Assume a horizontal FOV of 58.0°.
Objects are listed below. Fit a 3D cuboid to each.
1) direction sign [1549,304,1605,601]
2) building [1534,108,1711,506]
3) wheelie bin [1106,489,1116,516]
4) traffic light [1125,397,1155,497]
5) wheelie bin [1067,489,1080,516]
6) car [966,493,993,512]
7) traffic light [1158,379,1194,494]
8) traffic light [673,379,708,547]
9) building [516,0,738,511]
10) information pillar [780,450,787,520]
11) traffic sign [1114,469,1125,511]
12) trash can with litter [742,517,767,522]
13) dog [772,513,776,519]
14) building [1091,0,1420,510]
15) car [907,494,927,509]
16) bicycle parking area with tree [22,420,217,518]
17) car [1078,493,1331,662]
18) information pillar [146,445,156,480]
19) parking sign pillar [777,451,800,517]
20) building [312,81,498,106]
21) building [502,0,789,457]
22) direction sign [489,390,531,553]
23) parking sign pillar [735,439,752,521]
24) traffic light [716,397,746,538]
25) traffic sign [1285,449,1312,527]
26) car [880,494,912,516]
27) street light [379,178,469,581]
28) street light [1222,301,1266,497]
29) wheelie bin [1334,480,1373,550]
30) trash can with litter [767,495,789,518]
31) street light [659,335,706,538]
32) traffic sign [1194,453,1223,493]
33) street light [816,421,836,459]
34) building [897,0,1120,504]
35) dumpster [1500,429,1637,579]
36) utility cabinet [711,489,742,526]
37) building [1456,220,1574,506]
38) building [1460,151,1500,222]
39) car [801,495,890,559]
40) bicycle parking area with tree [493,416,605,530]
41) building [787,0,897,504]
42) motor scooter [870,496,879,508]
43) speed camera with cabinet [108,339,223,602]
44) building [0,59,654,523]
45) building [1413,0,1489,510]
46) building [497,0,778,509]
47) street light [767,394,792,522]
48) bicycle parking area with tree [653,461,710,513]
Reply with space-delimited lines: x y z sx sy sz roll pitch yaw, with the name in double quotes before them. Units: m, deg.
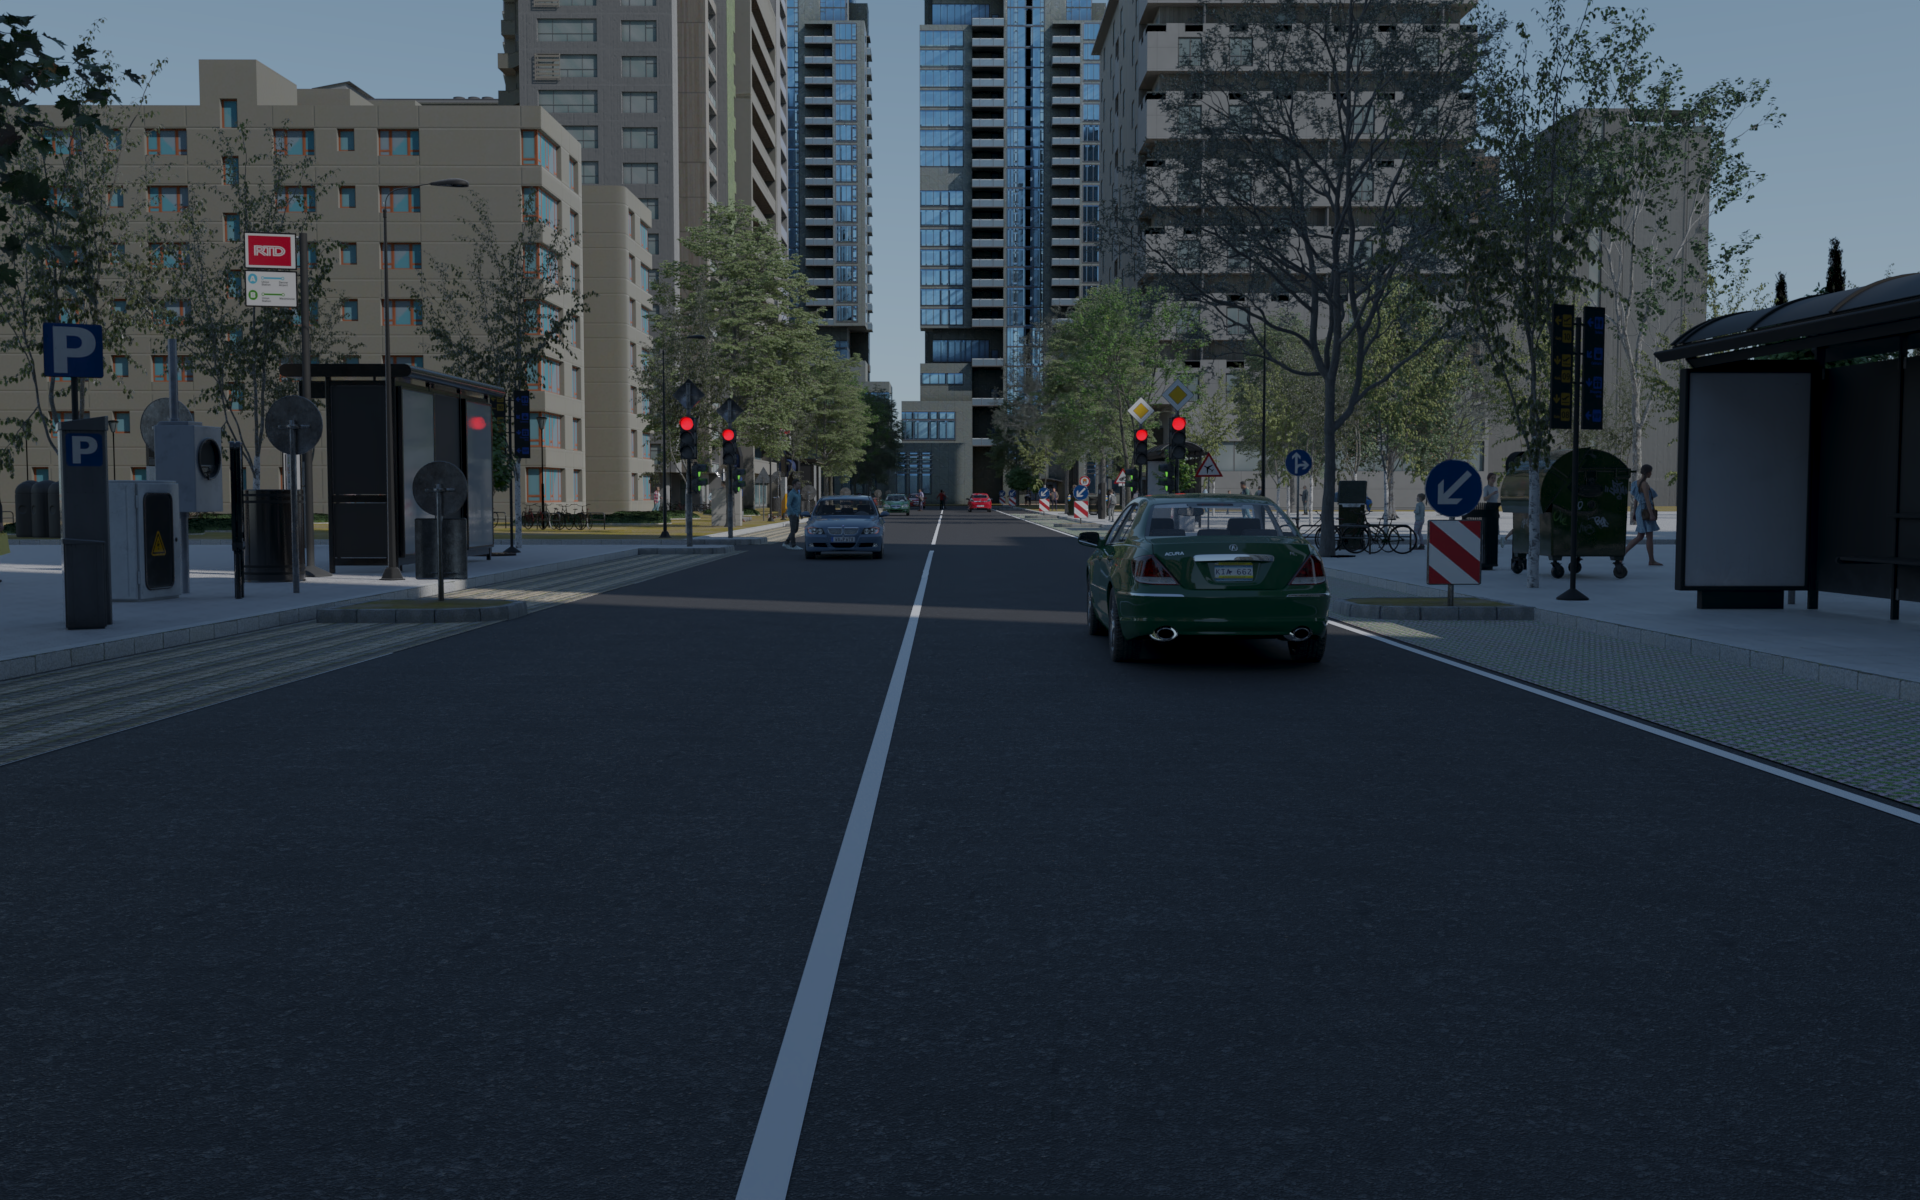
"direction sign" 7.428 -1.767 20.896 0.876 3.537 0.379 -2 4 -28
"building" 70.718 -30.779 186.826 14.086 41.232 14.154 0 4 0
"wheelie bin" 8.708 -5.689 100.921 0.693 1.594 0.980 1 4 15
"traffic light" 5.217 -3.752 50.268 0.839 4.253 0.868 0 4 0
"wheelie bin" 6.743 -5.758 102.049 0.693 1.594 0.980 2 4 35
"car" 1.549 -7.870 137.716 2.155 1.783 4.494 0 4 -1
"traffic light" 5.278 -3.264 42.283 0.839 4.253 0.868 0 4 0
"traffic light" -6.583 -3.257 42.177 0.839 4.253 0.868 0 4 0
"building" -24.852 -27.415 131.829 14.154 41.232 14.086 0 4 0
"information pillar" -8.630 -5.719 84.864 0.183 3.616 0.504 -2 4 -31
"traffic sign" 8.224 -5.355 87.552 0.884 2.594 0.081 0 4 2
"trash can with litter" -10.408 -4.217 80.006 1.678 1.210 2.233 2 4 33
"dog" -9.610 -4.309 88.193 0.550 0.427 0.748 0 4 5
"building" 28.928 -36.078 179.121 28.713 52.752 27.495 0 4 0
"car" -4.343 -9.956 171.813 2.155 1.783 4.494 0 4 -1
"bicycle parking area with tree" -35.085 -4.992 68.614 8.231 4.147 9.016 3 5 40
"car" 2.205 -0.270 16.208 2.131 1.459 4.920 0 4 0
"information pillar" -24.131 -3.690 51.679 0.183 3.616 0.504 0 4 0
"parking sign pillar" -9.538 -6.633 96.916 1.447 3.967 1.447 3 5 41
"building" -68.042 -39.191 230.011 27.495 52.752 28.713 0 4 0
"building" -32.393 -39.096 181.211 28.212 58.520 21.231 0 4 0
"direction sign" -9.809 -2.802 37.808 0.876 3.537 0.379 -2 4 -29
"parking sign pillar" -10.761 -5.805 83.388 1.447 3.967 1.447 -1 4 -18
"traffic light" -6.643 -3.746 50.162 0.839 4.253 0.868 0 4 0
"traffic sign" 9.631 -3.012 49.351 0.768 2.556 0.104 0 4 4
"car" -4.275 -6.376 116.051 2.131 1.459 4.920 0 4 -2
"street light" -7.923 -3.248 25.640 1.470 5.913 1.316 0 4 0
"street light" 6.781 -4.232 41.729 1.470 5.913 1.316 0 4 0
"wheelie bin" 9.078 -1.974 40.190 0.980 1.594 0.693 1 4 17
"trash can with litter" -9.613 -5.089 94.258 2.233 1.210 1.678 0 4 -5
"street light" -8.113 -4.778 50.657 1.470 5.913 1.316 0 4 0
"traffic sign" 7.769 -3.311 54.133 0.884 2.594 0.081 1 4 8
"street light" -8.598 -8.435 110.461 1.470 5.913 1.316 0 4 0
"building" 6.486 -55.877 226.264 31.000 86.520 22.319 0 4 0
"dumpster" 9.460 -1.497 26.966 1.502 2.255 1.985 0 4 -1
"utility cabinet" -9.289 -3.688 68.984 1.173 1.500 0.318 0 4 7
"building" 56.479 -25.359 186.323 14.107 30.474 14.160 0 4 0
"building" 60.105 -35.087 223.785 14.200 45.320 14.600 0 4 0
"car" -2.623 -1.701 39.821 2.014 1.417 4.499 0 4 -2
"bicycle parking area with tree" -17.382 -4.609 62.355 8.231 4.147 9.016 -2 4 -27
"building" -24.516 -55.882 226.337 31.000 86.520 22.319 0 4 0
"motor scooter" -7.247 -8.166 146.294 0.815 1.314 1.986 0 3 0
"speed camera with cabinet" -9.907 -1.658 21.452 0.660 3.252 2.038 0 4 5
"building" -32.561 -15.088 91.723 27.650 21.520 28.899 0 4 0
"building" 28.453 -34.386 151.447 28.713 52.752 27.495 0 4 0
"building" -27.497 -32.174 149.748 21.300 48.544 21.600 0 4 0
"street light" -8.280 -6.608 80.574 1.470 5.913 1.316 0 4 0
"bicycle parking area with tree" -19.080 -8.050 118.616 9.016 4.147 8.231 1 4 17
